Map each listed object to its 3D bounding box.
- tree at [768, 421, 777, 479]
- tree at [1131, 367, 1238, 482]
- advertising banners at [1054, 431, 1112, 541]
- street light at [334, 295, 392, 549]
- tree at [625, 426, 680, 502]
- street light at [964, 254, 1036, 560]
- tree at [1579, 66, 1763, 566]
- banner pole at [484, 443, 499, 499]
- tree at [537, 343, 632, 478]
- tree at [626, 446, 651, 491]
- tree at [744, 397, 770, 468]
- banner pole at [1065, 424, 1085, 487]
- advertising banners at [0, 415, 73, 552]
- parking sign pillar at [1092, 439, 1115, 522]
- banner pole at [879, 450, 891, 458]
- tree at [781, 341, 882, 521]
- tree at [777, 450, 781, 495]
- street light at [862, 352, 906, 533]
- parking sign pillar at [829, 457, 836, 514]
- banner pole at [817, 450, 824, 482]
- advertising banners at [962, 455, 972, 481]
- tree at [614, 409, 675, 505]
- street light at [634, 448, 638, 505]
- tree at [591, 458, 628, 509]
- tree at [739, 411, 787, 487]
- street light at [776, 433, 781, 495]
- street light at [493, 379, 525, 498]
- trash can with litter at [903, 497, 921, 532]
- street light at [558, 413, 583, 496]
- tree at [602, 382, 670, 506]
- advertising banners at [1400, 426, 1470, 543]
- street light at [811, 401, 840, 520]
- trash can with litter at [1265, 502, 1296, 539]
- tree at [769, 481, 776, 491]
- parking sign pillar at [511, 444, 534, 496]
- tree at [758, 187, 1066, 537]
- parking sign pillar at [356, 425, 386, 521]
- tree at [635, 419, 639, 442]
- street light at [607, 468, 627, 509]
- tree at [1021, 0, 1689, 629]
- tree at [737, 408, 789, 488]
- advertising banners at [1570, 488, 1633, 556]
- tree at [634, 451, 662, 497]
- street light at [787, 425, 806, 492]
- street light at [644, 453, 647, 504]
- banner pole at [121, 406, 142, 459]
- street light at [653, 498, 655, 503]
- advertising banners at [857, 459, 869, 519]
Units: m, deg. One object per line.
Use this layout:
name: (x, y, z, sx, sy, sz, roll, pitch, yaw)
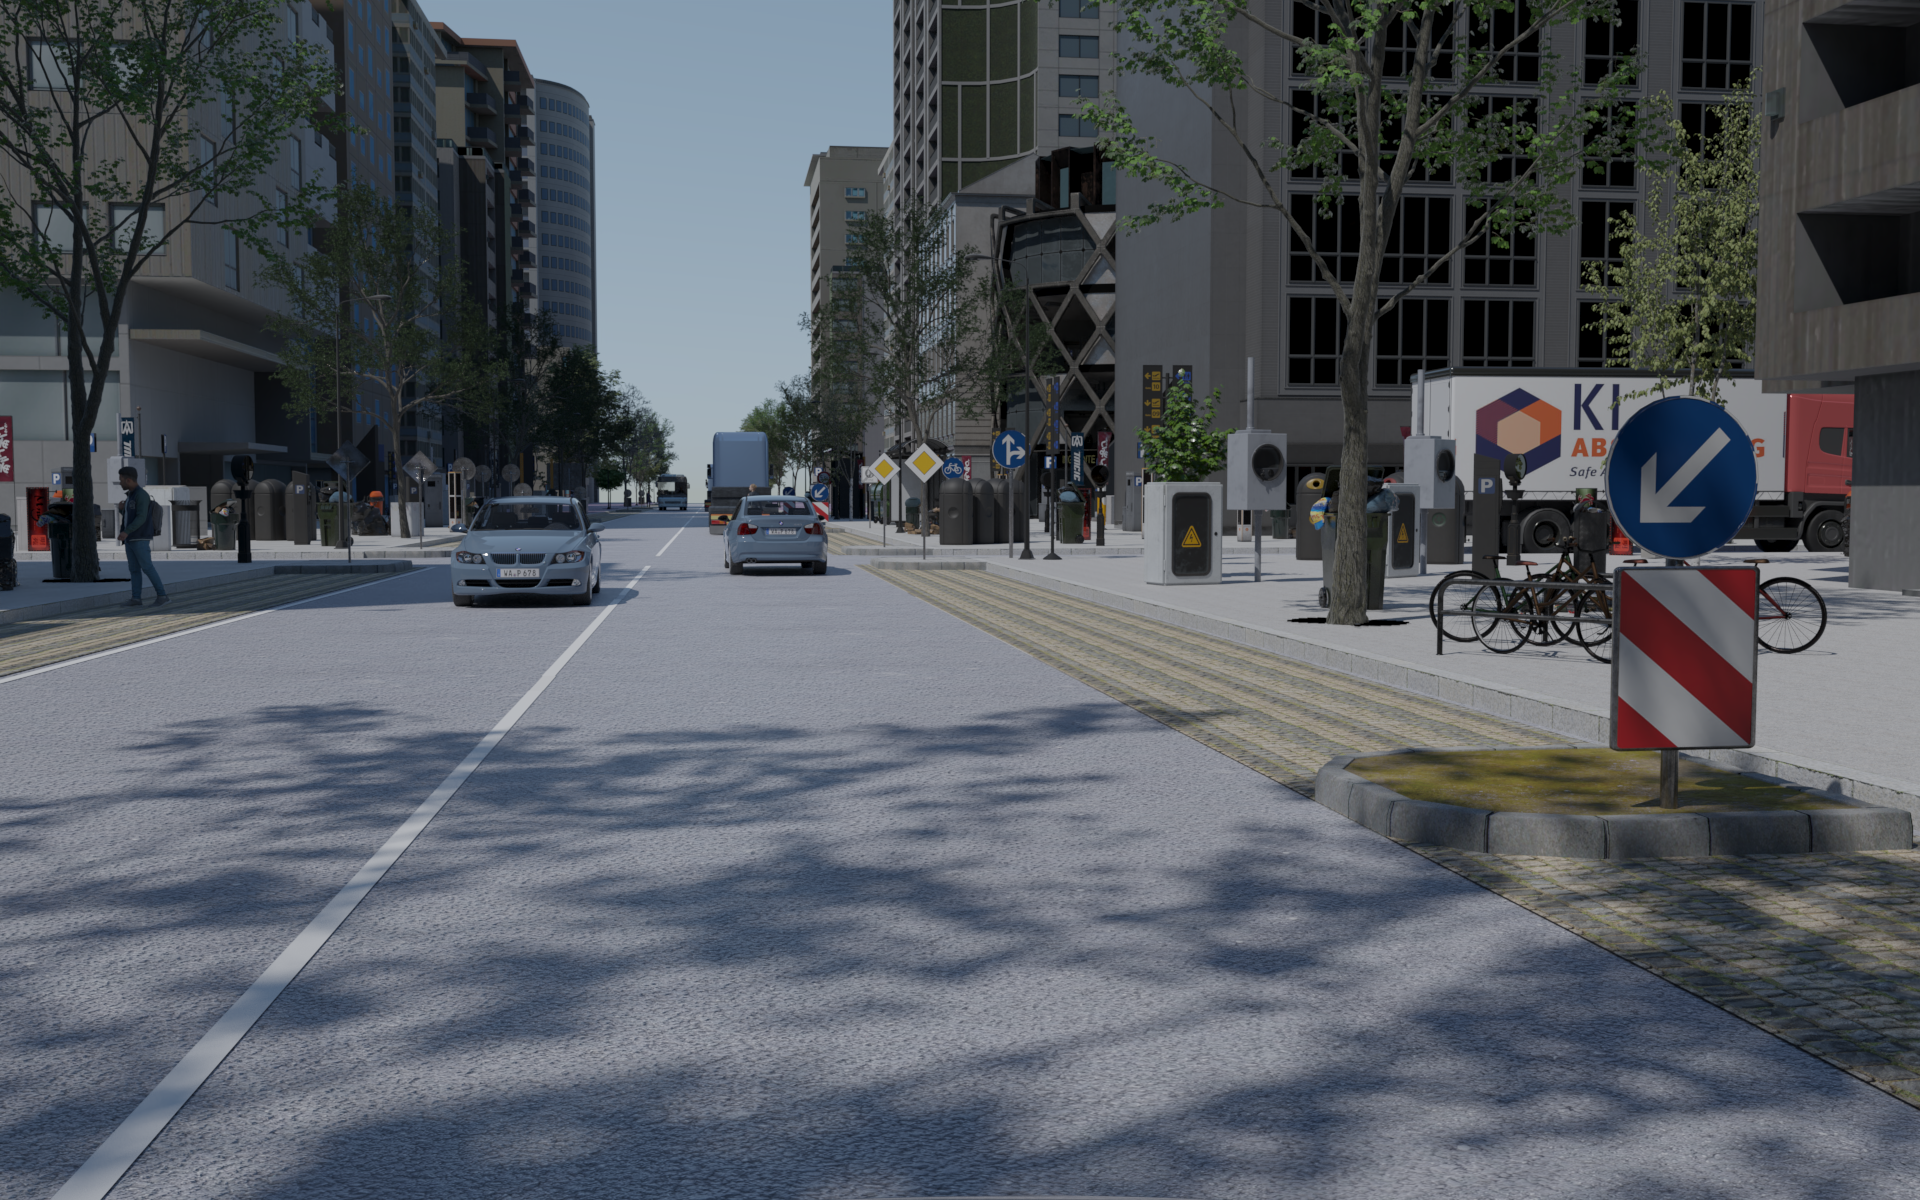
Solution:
tree: (-18.326, -13.670, 173.874, 4.360, 8.622, 3.978, 0, 3, 0)
tree: (3.354, -1.957, 26.601, 1.663, 3.219, 1.824, 0, 3, 0)
advertising banners: (3.413, -3.167, 47.961, 2.074, 3.025, 0.090, -3, 4, -36)
street light: (-13.945, -4.156, 40.486, 1.470, 5.913, 1.316, 0, 4, -8)
tree: (-48.591, -21.610, 270.330, 9.611, 12.733, 9.660, 0, 3, 0)
street light: (0.776, -3.742, 33.720, 1.470, 5.913, 1.316, 0, 4, -8)
tree: (13.132, -4.917, 30.760, 4.737, 8.622, 4.395, 0, 3, 0)
banner pole: (-23.832, -5.993, 88.001, 0.863, 3.779, 0.401, -1, 4, -9)
tree: (-28.395, -12.963, 130.066, 7.486, 12.596, 7.792, 0, 3, 0)
tree: (-41.485, -16.613, 221.983, 4.360, 8.622, 3.978, 0, 3, 0)
tree: (-19.062, -15.646, 181.561, 9.928, 11.665, 9.643, 0, 3, 0)
banner pole: (4.023, -4.393, 61.845, 0.863, 3.779, 0.401, 0, 4, 4)
advertising banners: (-20.550, -2.596, 38.631, 2.074, 3.025, 0.090, 0, 4, -5)
parking sign pillar: (6.870, -5.648, 80.812, 1.447, 3.967, 1.447, 3, 5, 43)
banner pole: (-4.329, -6.637, 98.529, 0.863, 3.779, 0.401, -1, 4, -16)
tree: (-5.298, -7.989, 80.987, 4.360, 8.622, 3.978, 0, 3, 0)
tree: (-8.155, -9.493, 105.566, 4.360, 8.622, 3.978, 0, 3, 0)
street light: (-2.497, -5.147, 56.700, 1.470, 5.913, 1.316, 0, 4, -8)
parking sign pillar: (-7.866, -7.485, 110.845, 1.447, 3.967, 1.447, 0, 4, -5)
banner pole: (-7.704, -6.579, 97.585, 0.401, 3.779, 0.863, 0, 4, -2)
advertising banners: (0.954, -4.992, 77.803, 2.074, 3.025, 0.090, 2, 4, 32)
tree: (-38.422, -17.300, 208.614, 9.928, 11.665, 9.643, 0, 3, 0)
street light: (-33.200, -12.392, 175.155, 1.470, 5.913, 1.316, 0, 4, -8)
tree: (-30.663, -10.255, 151.378, 4.285, 4.588, 4.351, 0, 3, 0)
tree: (-29.738, -21.462, 257.551, 9.857, 13.997, 8.962, 0, 3, 0)
street light: (-13.344, -9.799, 132.756, 1.470, 5.913, 1.316, 0, 4, -8)
street light: (-18.235, -5.956, 69.914, 1.470, 5.913, 1.316, 0, 4, -8)
trash can with litter: (-1.587, -2.896, 58.736, 0.624, 1.170, 1.055, 0, 4, 6)
street light: (-22.445, -7.756, 99.353, 1.470, 5.913, 1.316, 0, 4, -8)
tree: (-36.475, -17.043, 189.016, 12.009, 13.543, 11.850, 0, 3, 0)
advertising banners: (12.311, -2.980, 44.912, 2.074, 3.025, 0.090, -1, 4, -16)
street light: (-6.714, -6.967, 86.455, 1.470, 5.913, 1.316, 0, 4, -8)
trash can with litter: (9.240, -2.324, 49.392, 1.055, 1.170, 0.624, -3, 5, -44)
tree: (-30.556, -17.329, 267.034, 4.285, 4.588, 4.351, 0, 3, 0)
parking sign pillar: (-22.653, -6.177, 89.471, 1.447, 3.967, 1.447, 2, 4, 31)
tree: (-0.978, -7.195, 52.055, 8.767, 10.594, 7.601, 0, 4, 5)
parking sign pillar: (-23.057, -4.847, 67.719, 1.447, 3.967, 1.447, 3, 4, 36)
tree: (-26.067, -11.412, 121.006, 8.767, 10.594, 7.601, 1, 4, 17)
street light: (-28.976, -10.570, 145.356, 1.470, 5.913, 1.316, 0, 4, -8)
tree: (3.935, -5.558, 16.630, 9.928, 11.665, 9.643, 0, 3, 0)
tree: (-26.679, -19.008, 228.902, 7.486, 12.596, 7.792, 0, 3, 0)
advertising banners: (13.779, -2.440, 36.082, 2.074, 3.025, 0.090, 3, 5, 40)
tree: (-42.892, -17.448, 235.641, 4.737, 8.622, 4.395, 0, 3, 0)
street light: (-10.880, -8.768, 115.901, 1.470, 5.913, 1.316, 0, 4, -8)
street light: (-36.428, -13.784, 197.907, 1.470, 5.913, 1.316, 0, 4, -8)
banner pole: (-23.672, -3.644, 49.598, 0.863, 3.779, 0.401, 1, 4, 9)
street light: (-40.641, -15.584, 227.346, 1.470, 5.913, 1.316, 0, 4, -8)
advertising banners: (-4.525, -5.602, 87.775, 0.090, 3.025, 2.074, 3, 4, 39)
